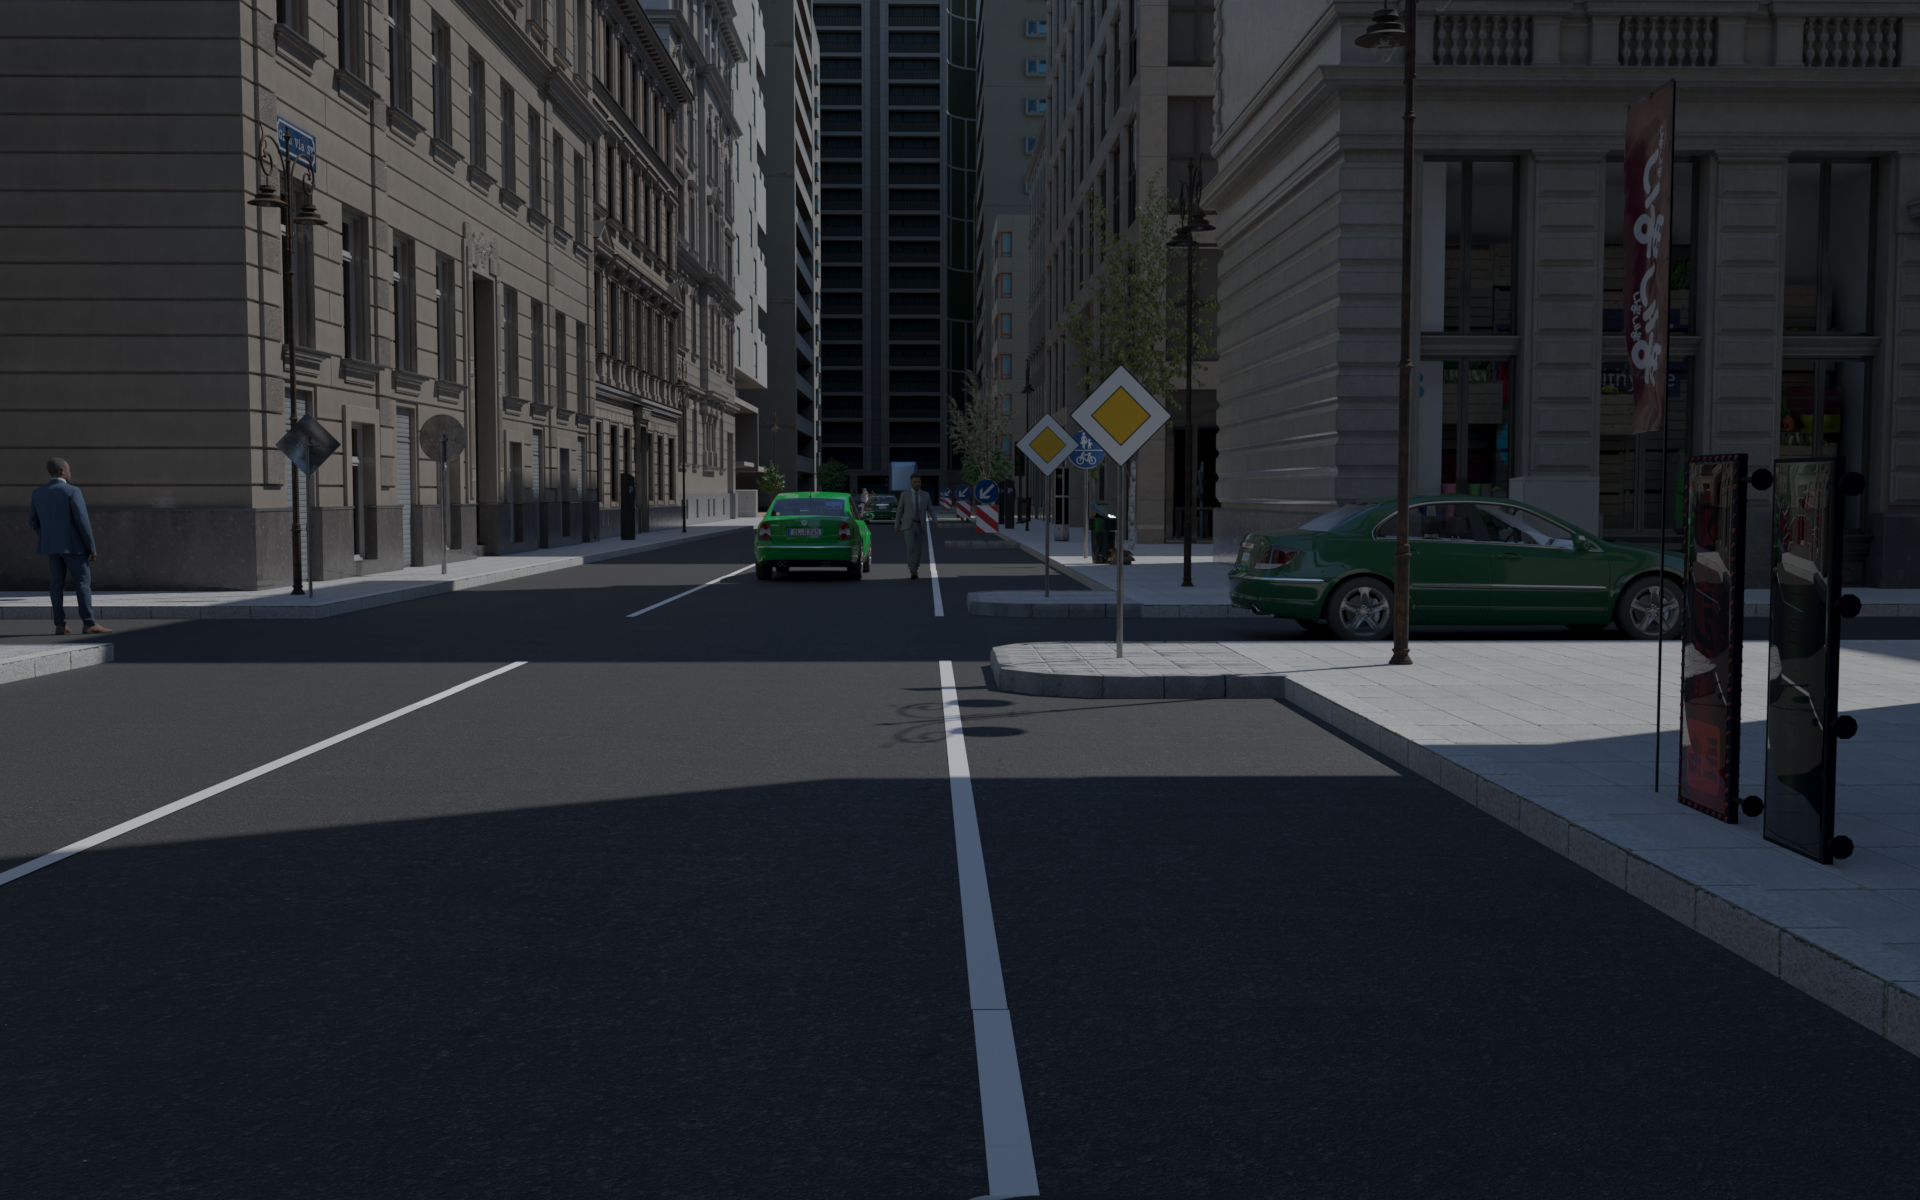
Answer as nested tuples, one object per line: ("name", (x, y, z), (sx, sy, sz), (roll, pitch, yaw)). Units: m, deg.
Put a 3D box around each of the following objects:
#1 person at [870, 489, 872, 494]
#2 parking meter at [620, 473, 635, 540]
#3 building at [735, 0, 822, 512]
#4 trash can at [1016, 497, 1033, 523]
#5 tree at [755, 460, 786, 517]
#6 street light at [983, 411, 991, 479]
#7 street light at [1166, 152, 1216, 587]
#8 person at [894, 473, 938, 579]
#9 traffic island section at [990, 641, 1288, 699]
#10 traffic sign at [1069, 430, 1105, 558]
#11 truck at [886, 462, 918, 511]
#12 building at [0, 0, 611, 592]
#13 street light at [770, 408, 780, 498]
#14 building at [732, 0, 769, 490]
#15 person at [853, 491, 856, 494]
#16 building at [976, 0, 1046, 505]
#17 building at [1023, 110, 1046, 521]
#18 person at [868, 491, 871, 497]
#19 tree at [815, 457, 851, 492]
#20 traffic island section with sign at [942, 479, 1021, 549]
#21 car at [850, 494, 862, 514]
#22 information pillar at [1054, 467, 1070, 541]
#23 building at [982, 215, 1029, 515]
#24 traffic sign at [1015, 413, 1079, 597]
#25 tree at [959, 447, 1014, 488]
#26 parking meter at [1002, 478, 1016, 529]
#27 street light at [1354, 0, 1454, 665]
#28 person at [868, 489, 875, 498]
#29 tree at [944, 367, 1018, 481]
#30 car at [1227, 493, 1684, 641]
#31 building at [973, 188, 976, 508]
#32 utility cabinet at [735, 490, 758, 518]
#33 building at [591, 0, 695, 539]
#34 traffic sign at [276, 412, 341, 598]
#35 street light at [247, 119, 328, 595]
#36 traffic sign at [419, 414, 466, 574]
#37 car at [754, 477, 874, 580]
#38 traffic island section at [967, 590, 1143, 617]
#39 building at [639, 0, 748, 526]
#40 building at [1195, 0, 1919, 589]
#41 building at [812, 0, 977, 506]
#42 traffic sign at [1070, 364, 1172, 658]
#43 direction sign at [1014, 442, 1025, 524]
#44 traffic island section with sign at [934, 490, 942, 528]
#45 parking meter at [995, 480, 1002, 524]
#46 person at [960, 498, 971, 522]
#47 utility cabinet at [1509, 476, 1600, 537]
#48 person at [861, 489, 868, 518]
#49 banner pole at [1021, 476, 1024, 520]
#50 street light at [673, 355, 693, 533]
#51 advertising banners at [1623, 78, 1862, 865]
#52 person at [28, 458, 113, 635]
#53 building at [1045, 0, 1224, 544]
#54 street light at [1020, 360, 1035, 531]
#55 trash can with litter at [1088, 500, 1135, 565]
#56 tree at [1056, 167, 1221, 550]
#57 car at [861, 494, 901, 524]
("person", (-8.087, -9.194, 158.450), (1.348, 1.869, 0.705), (-2, 4, -32))
("parking meter", (-9.264, -2.606, 48.318), (0.255, 1.863, 0.399), (2, 4, 27))
("building", (-24.034, -32.803, 160.031), (21.600, 48.544, 21.300), (0, 4, -1))
("trash can", (2.877, -4.037, 77.656), (0.748, 1.137, 0.748), (0, 3, 0))
("tree", (-10.672, -6.261, 96.975), (1.663, 3.219, 1.824), (0, 3, 0))
("street light", (1.508, -7.544, 96.130), (0.468, 5.910, 1.993), (0, 4, -1))
("street light", (3.158, -3.125, 23.881), (0.468, 5.910, 1.993), (0, 4, -1))
("person", (-0.750, -1.251, 29.229), (0.678, 1.792, 0.850), (-1, 4, -13))
("traffic island section", (1.270, 0.532, 13.581), (2.009, 0.180, 2.903), (0, 4, -1))
("traffic sign", (2.510, -2.105, 34.517), (0.768, 2.556, 0.104), (0, 4, 3))
("truck", (-4.517, -9.117, 138.817), (2.967, 4.110, 18.799), (0, 4, -2))
("building", (-15.167, -14.480, 34.007), (12.463, 27.353, 25.104), (0, 4, -1))
("street light", (-9.955, -7.365, 93.213), (0.468, 5.910, 1.993), (0, 4, -1))
("building", (-30.288, -36.987, 193.976), (27.495, 52.752, 28.713), (0, 4, -1))
("person", (-8.995, -8.357, 145.927), (0.721, 1.735, 1.217), (3, 4, 38))
("building", (12.318, -31.975, 146.498), (21.300, 48.544, 21.600), (0, 4, -1))
("building", (8.550, -14.551, 87.057), (9.793, 20.994, 18.267), (0, 4, -1))
("person", (-7.932, -8.617, 150.095), (0.721, 1.736, 1.217), (-2, 4, -27))
("tree", (-11.247, -10.365, 153.178), (4.285, 4.588, 4.351), (0, 3, 0))
("traffic island section with sign", (0.587, -2.316, 46.491), (1.989, 1.847, 2.006), (0, 4, -1))
("car", (-6.886, -6.245, 111.894), (2.009, 1.686, 4.222), (0, 4, -1))
("information pillar", (2.767, -2.599, 46.982), (0.304, 2.012, 0.304), (3, 4, 38))
("building", (15.823, -16.950, 122.171), (27.650, 21.520, 28.899), (0, 4, -1))
("traffic sign", (1.080, -1.091, 21.487), (0.795, 2.450, 0.064), (0, 4, -1))
("tree", (1.634, -7.430, 105.199), (4.285, 4.588, 4.351), (0, 3, 0))
("parking meter", (1.854, -3.561, 63.929), (0.399, 1.863, 0.255), (0, 4, 1))
("street light", (3.326, -2.453, 12.893), (0.468, 5.910, 1.993), (0, 4, -1))
("person", (-5.242, -5.770, 103.546), (1.217, 1.736, 0.721), (3, 4, 38))
("tree", (1.282, -9.142, 99.826), (4.360, 8.622, 3.978), (0, 3, 0))
("car", (5.172, -0.341, 17.372), (4.920, 1.459, 2.131), (0, 4, -2))
("building", (8.230, -24.042, 164.789), (14.160, 30.474, 14.107), (0, 4, -1))
("utility cabinet", (-11.518, -5.179, 93.361), (1.173, 1.500, 0.318), (1, 4, 12))
("building", (-15.128, -11.730, 56.417), (10.561, 19.102, 19.286), (0, 4, -1))
("traffic sign", (-8.012, -1.081, 21.318), (0.795, 2.450, 0.064), (0, 4, -1))
("street light", (-8.446, -3.005, 21.914), (0.468, 5.910, 1.993), (0, 4, -1))
("traffic sign", (-8.255, -1.684, 27.638), (0.768, 2.556, 0.104), (0, 4, 5))
("car", (-2.516, -1.318, 30.342), (1.959, 1.807, 4.718), (0, 4, 0))
("traffic island section", (1.104, 0.044, 21.564), (2.009, 0.180, 2.903), (0, 4, -1))
("building", (-17.467, -17.742, 77.465), (14.401, 28.519, 23.554), (0, 4, -1))
("building", (14.118, -12.147, 27.486), (19.941, 23.489, 11.050), (0, 4, -1))
("building", (-6.143, -45.932, 189.238), (20.611, 71.187, 20.563), (0, 4, -1))
("traffic sign", (1.246, -0.603, 13.503), (0.795, 2.450, 0.064), (0, 4, -1))
("direction sign", (2.588, -5.075, 74.977), (0.379, 3.537, 0.876), (2, 4, 32))
("traffic island section with sign", (0.018, -3.999, 74.016), (1.989, 1.847, 2.006), (0, 4, -1))
("parking meter", (1.681, -4.130, 73.237), (0.255, 1.863, 0.399), (3, 5, 42))
("person", (0.254, -4.879, 88.082), (0.655, 1.846, 0.447), (-2, 4, -29))
("utility cabinet", (7.481, -0.806, 21.862), (1.173, 1.500, 0.318), (-1, 4, -22))
("person", (-5.460, -5.499, 99.075), (0.621, 1.740, 0.551), (-1, 4, -13))
("banner pole", (3.001, -5.838, 85.472), (0.401, 3.779, 0.863), (0, 4, 8))
("street light", (-9.194, -5.186, 57.579), (0.468, 5.910, 1.993), (0, 4, -1))
("advertising banners", (3.002, -0.652, 6.845), (0.090, 3.025, 2.074), (0, 3, 0))
("person", (-9.120, -0.550, 17.682), (0.721, 1.800, 0.419), (0, 3, 0))
("building", (13.788, -15.677, 60.834), (19.350, 26.468, 34.151), (0, 4, -1))
("street light", (2.337, -5.339, 60.083), (0.468, 5.910, 1.993), (0, 4, -1))
("trash can with litter", (2.826, -1.245, 31.744), (0.624, 1.170, 1.055), (-2, 4, -33))
("tree", (4.056, -5.486, 40.051), (4.737, 8.622, 4.395), (0, 3, 0))
("car", (-3.733, -4.392, 83.607), (2.131, 1.459, 4.920), (0, 4, -2))
